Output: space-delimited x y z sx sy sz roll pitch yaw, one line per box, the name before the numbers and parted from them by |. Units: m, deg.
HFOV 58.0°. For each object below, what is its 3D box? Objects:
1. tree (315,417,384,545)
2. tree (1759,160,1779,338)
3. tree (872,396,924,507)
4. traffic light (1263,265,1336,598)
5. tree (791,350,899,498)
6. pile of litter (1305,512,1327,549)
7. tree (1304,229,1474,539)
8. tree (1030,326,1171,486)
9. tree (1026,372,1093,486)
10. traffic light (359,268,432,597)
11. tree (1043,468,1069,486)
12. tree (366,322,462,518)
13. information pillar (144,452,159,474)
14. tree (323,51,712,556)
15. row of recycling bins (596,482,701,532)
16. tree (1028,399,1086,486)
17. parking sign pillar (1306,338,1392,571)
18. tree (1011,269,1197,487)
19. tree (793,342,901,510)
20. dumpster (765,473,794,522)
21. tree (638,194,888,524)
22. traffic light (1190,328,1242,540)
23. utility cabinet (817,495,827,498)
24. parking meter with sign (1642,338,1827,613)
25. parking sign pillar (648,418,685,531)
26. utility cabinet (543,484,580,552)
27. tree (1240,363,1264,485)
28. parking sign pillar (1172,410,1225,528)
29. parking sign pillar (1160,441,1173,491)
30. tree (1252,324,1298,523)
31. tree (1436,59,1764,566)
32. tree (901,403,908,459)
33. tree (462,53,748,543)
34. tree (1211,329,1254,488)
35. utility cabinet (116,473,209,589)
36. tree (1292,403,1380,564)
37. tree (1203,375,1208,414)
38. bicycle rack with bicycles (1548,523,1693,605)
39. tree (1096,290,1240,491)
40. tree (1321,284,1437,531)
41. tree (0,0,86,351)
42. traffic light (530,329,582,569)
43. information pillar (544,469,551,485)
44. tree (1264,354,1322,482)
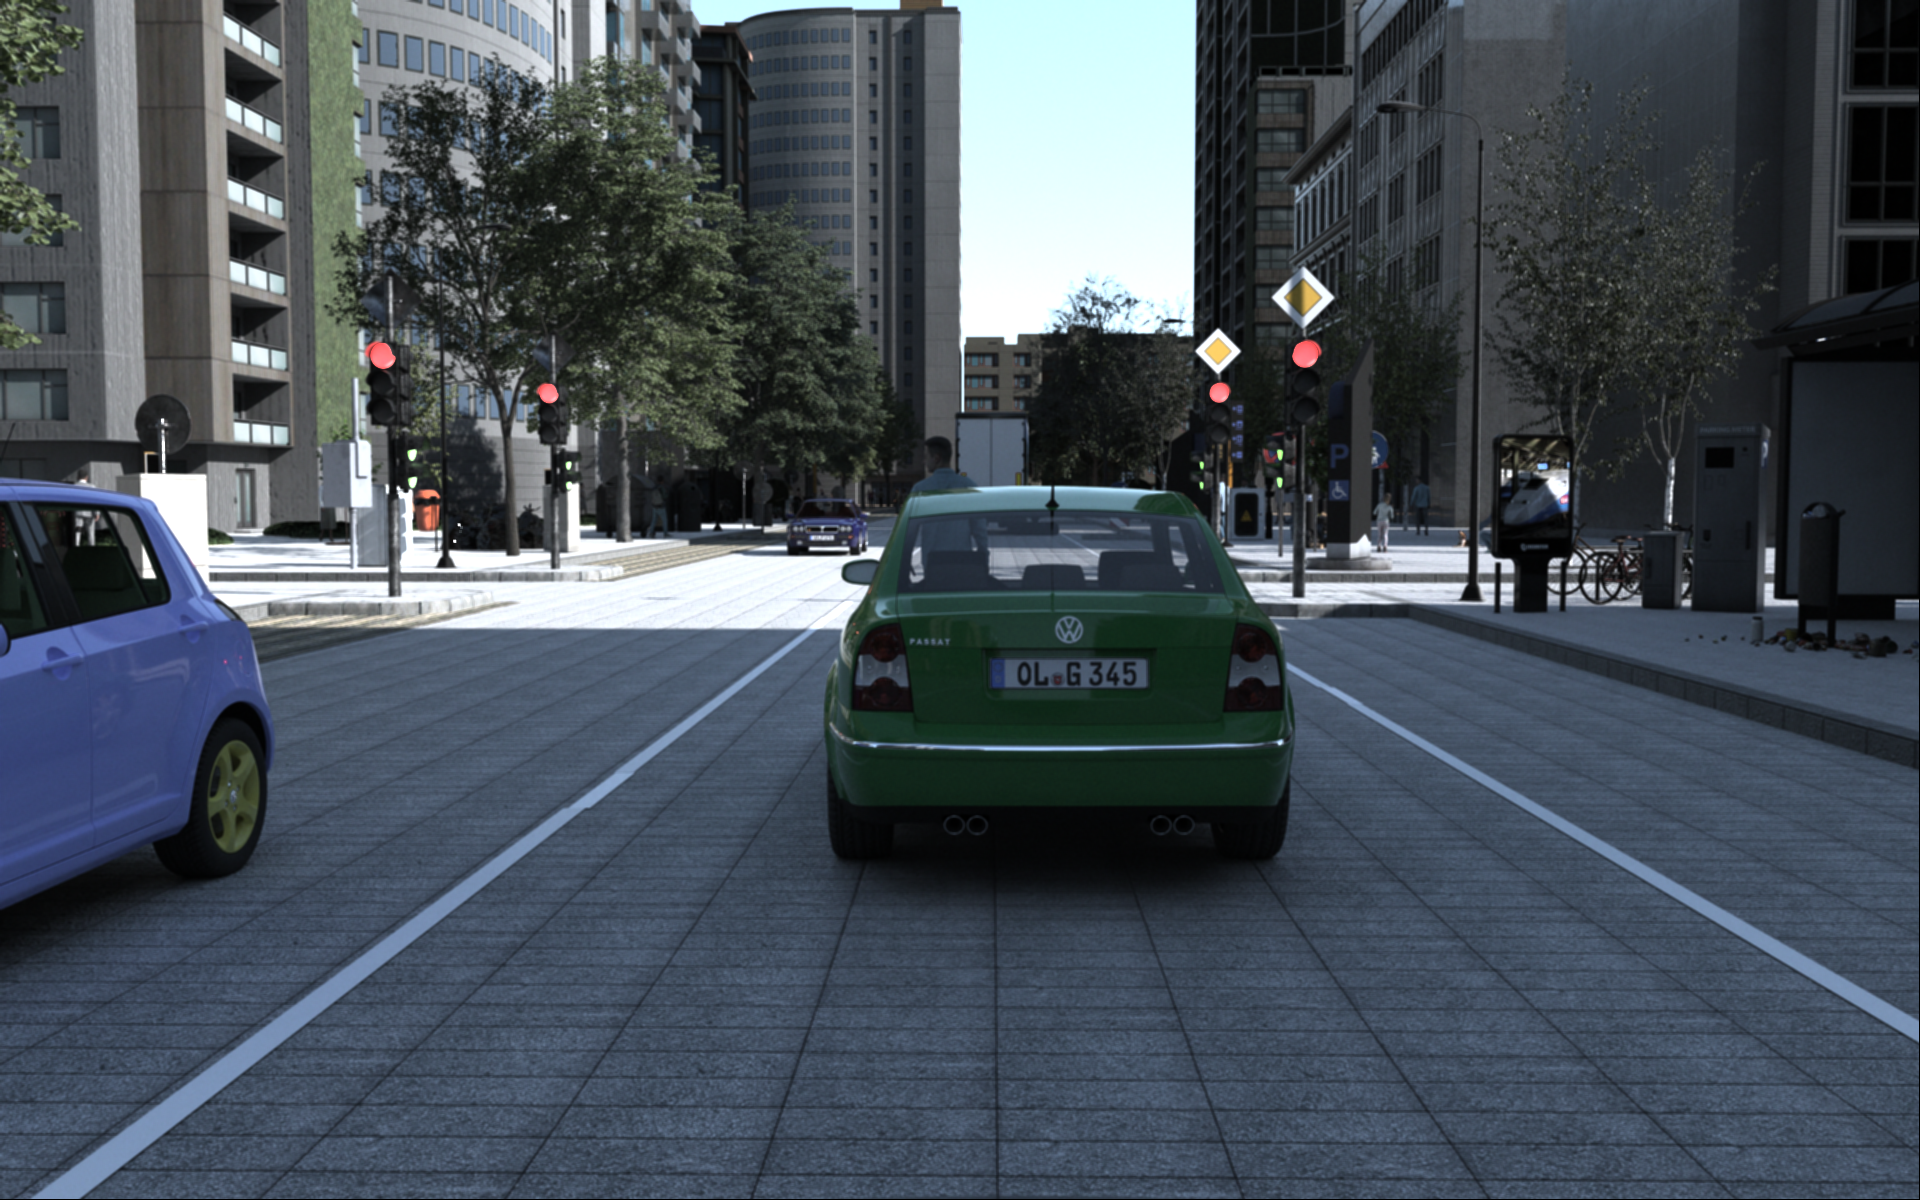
tree | -15.456 -3.017 43.935 1.663 3.219 1.824 0 3 0
tree | 15.051 -5.274 36.594 4.360 8.622 3.978 0 3 0
tree | -7.422 -15.241 174.940 9.928 11.665 9.643 0 3 0
traffic light | 4.191 -1.987 21.409 0.839 4.253 0.868 0 4 1
tree | -7.724 -10.871 112.147 8.767 10.594 7.601 1 4 22
pile of litter | 8.834 -1.667 41.224 1.719 0.858 1.176 -1 4 -15
tree | 12.224 -6.037 49.071 4.737 8.622 4.395 0 3 0
tree | 9.351 -12.314 118.343 9.611 12.733 9.660 0 3 0
tree | 10.373 -16.330 173.647 9.857 13.997 8.962 0 3 0
traffic light | -7.069 -1.999 21.601 0.839 4.253 0.868 0 4 1
tree | 10.175 -12.133 182.085 4.285 4.588 4.351 0 3 0
tree | -21.734 -7.219 68.389 4.737 8.622 4.395 0 3 0
information pillar | -14.156 -1.590 30.490 0.304 2.012 0.304 -1 4 -22
tree | -9.261 -6.212 35.975 8.767 10.594 7.601 0 4 -2
row of recycling bins | -10.595 -3.168 58.915 3.534 1.692 1.069 -1 4 -8
tree | 9.265 -12.888 145.132 8.767 10.594 7.601 -1 4 -21
parking sign pillar | 6.650 -2.510 29.518 1.447 3.967 1.447 2 4 28
tree | 7.914 -11.267 94.585 12.009 13.543 11.850 0 3 0
tree | -8.335 -12.460 121.842 7.486 12.596 7.792 0 3 0
dumpster | -8.578 -4.769 80.461 1.502 2.255 1.985 0 4 1
tree | -8.603 -10.176 73.041 9.857 13.997 8.962 0 3 0
traffic light | 4.338 -2.475 29.393 0.839 4.253 0.868 0 4 1
utility cabinet | -8.075 -5.453 100.318 0.306 1.237 1.020 -2 4 -34
parking meter with sign | 8.411 -1.385 18.910 1.738 3.016 0.543 3 4 37
parking sign pillar | -10.258 -4.433 60.957 1.447 3.967 1.447 2 4 29
utility cabinet | -8.793 -1.803 38.151 0.318 1.500 1.173 -3 5 -39
tree | 15.809 -8.823 94.622 4.360 8.622 3.978 0 3 0
parking sign pillar | 7.961 -4.113 55.719 1.447 3.967 1.447 -3 4 -38
parking sign pillar | 8.803 -5.014 70.456 1.447 3.967 1.447 1 4 15
tree | 14.531 -7.344 70.442 4.737 8.622 4.395 0 3 0
tree | 10.957 -4.889 30.303 4.360 8.622 3.978 0 3 0
tree | -7.669 -13.722 142.473 7.486 12.596 7.792 0 3 0
tree | -9.327 -7.792 45.534 7.486 12.596 7.792 0 3 0
tree | 13.677 -7.709 76.407 4.737 8.622 4.395 0 3 0
utility cabinet | -8.771 -0.635 19.064 0.318 1.500 1.173 1 4 10
tree | 6.960 -2.282 31.920 1.663 3.219 1.824 0 3 0
tree | 13.884 -8.126 83.224 4.737 8.622 4.395 0 3 0
bicycle rack with bicycles | 8.359 -0.486 21.324 2.925 0.926 2.852 -1 4 -11
tree | 7.320 -6.890 63.021 4.360 8.622 3.978 0 3 0
tree | 15.255 -6.702 59.943 4.360 8.622 3.978 0 3 0
tree | -9.548 -5.750 12.143 7.486 12.596 7.792 0 3 0
traffic light | -6.921 -2.487 29.585 0.839 4.253 0.868 0 4 1
information pillar | -12.004 -2.831 50.773 0.304 2.012 0.304 0 4 0
tree | 14.566 -7.033 65.345 4.360 8.622 3.978 0 3 0
